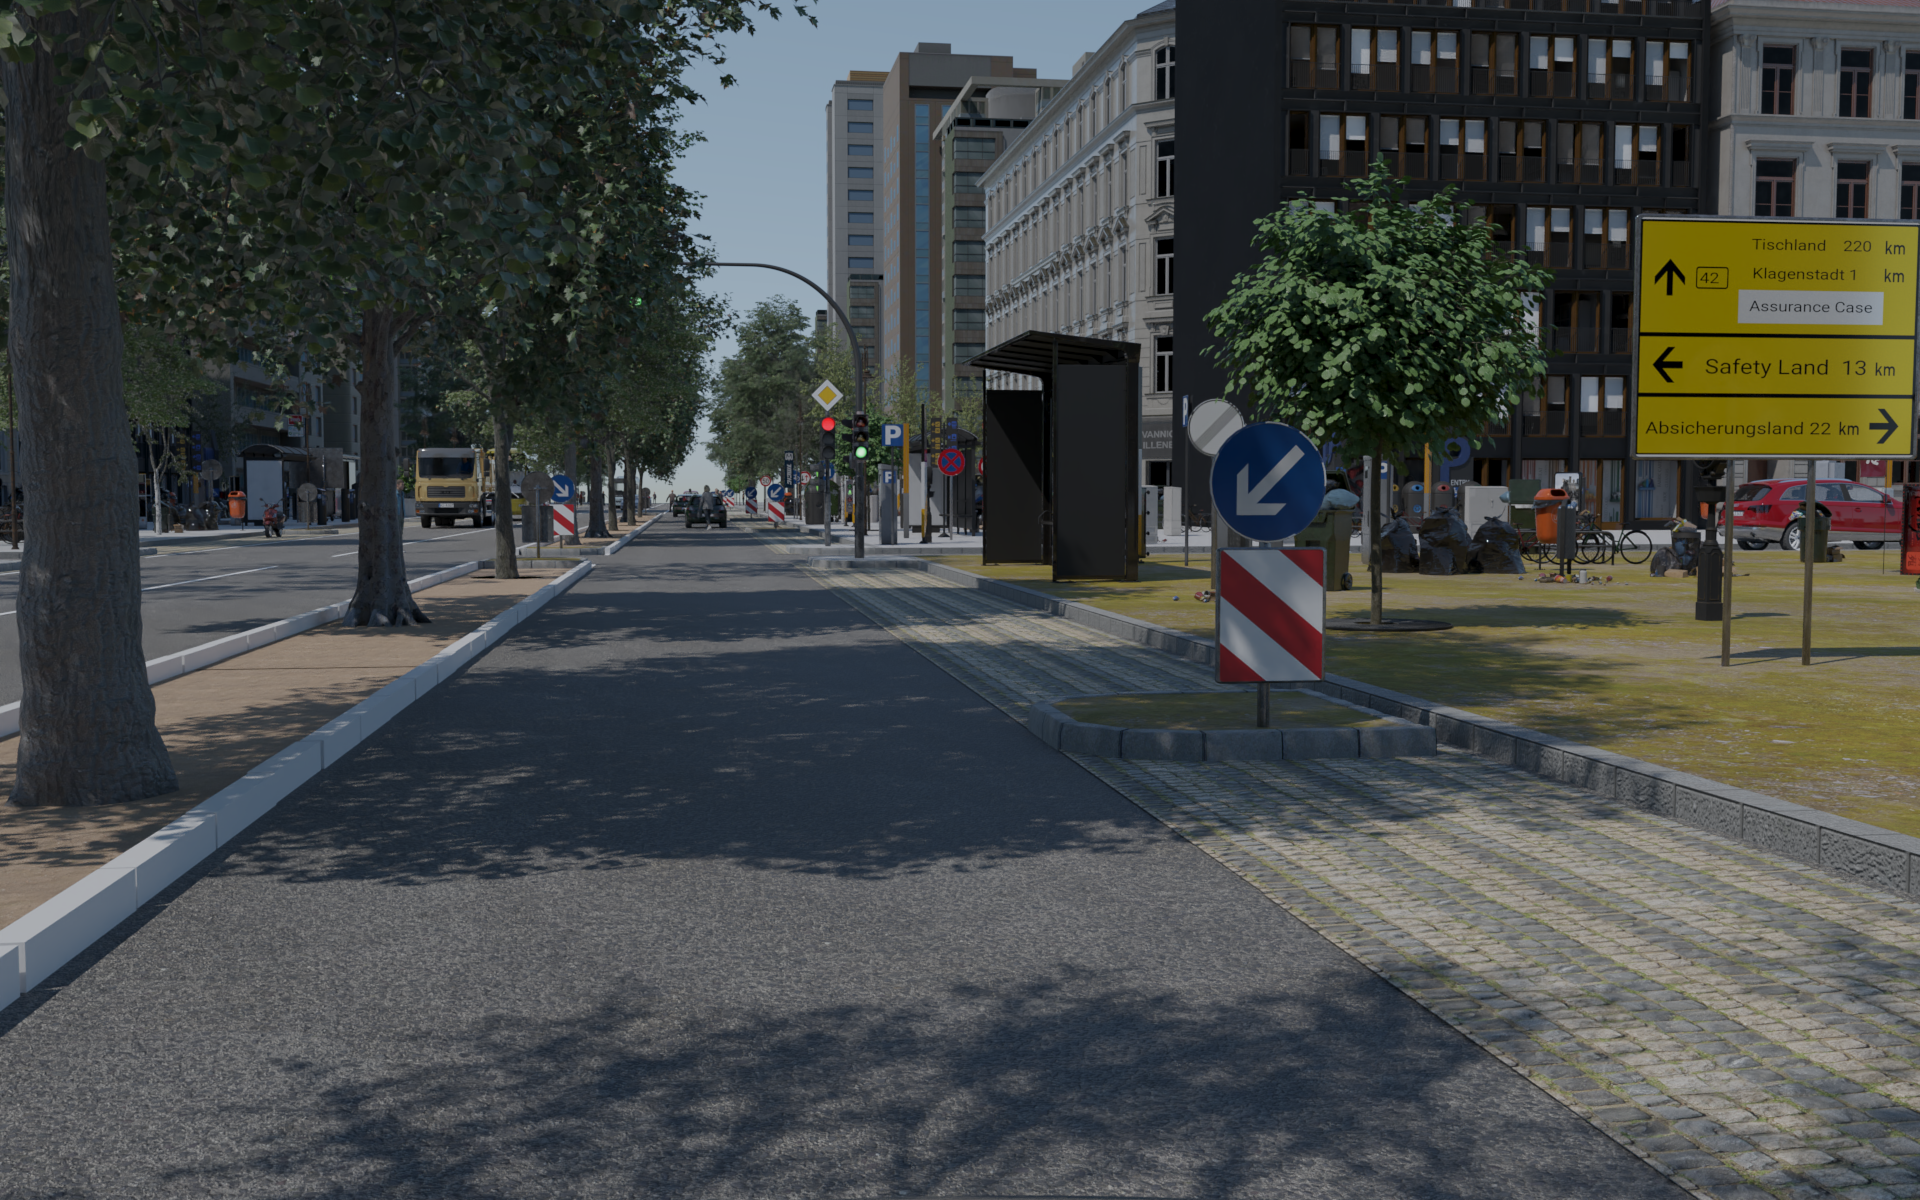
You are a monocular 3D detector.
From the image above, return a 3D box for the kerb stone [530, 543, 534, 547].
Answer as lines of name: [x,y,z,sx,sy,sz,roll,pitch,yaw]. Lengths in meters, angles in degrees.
kerb stone: [-10.790,-1.281,43.132,0.120,0.150,1.000,-1,4,-9]

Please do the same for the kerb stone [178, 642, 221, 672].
kerb stone: [-6.309,0.485,14.271,0.120,0.150,1.000,-1,4,-9]

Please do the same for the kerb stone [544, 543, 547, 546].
kerb stone: [-11.423,-1.528,47.180,0.120,0.150,1.000,-1,4,-9]

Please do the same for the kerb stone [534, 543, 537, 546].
kerb stone: [-10.947,-1.340,44.147,0.120,0.150,1.000,-1,4,-9]

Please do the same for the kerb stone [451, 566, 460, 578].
kerb stone: [-8.670,-0.441,29.459,0.120,0.150,1.000,-1,4,-9]

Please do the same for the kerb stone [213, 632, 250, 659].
kerb stone: [-6.479,0.424,15.285,0.120,0.150,1.000,-1,4,-9]

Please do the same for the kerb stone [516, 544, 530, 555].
kerb stone: [-10.635,-1.217,42.122,0.120,0.150,1.000,-1,4,-9]

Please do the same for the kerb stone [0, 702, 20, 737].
kerb stone: [-5.688,0.733,10.218,0.120,0.150,1.000,-1,4,-9]

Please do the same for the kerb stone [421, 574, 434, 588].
kerb stone: [-8.196,-0.258,26.419,0.120,0.150,1.000,-1,4,-9]

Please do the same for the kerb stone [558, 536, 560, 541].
kerb stone: [-12.210,-1.833,52.246,0.120,0.150,1.000,-1,4,-9]

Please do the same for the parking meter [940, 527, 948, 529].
parking meter: [-0.614,-3.596,64.498,0.399,1.863,0.255,-3,5,-41]

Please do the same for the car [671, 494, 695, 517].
car: [-17.196,-6.074,109.103,2.009,1.686,4.222,0,4,-8]

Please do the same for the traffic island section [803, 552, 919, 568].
traffic island section: [-1.998,-0.757,34.660,2.009,0.180,2.903,-1,4,-9]

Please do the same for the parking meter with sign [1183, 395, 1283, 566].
parking meter with sign: [4.858,-2.111,30.780,1.738,3.016,0.543,0,4,-2]

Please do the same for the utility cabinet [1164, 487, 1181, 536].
utility cabinet: [6.542,-2.726,53.246,0.318,1.500,1.173,0,4,-5]

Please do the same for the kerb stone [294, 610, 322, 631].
kerb stone: [-6.947,0.237,18.323,0.120,0.150,1.000,-1,4,-9]

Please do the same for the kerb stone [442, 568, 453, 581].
kerb stone: [-8.508,-0.381,28.446,0.120,0.150,1.000,-1,4,-9]

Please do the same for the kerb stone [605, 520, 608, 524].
kerb stone: [-17.560,-3.945,86.699,0.120,0.150,1.000,-1,4,-9]

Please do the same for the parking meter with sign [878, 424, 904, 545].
parking meter with sign: [-1.809,-2.925,44.086,0.543,3.016,1.738,-1,4,-9]

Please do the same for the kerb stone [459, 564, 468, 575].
kerb stone: [-8.831,-0.506,30.471,0.120,0.150,1.000,-1,4,-9]

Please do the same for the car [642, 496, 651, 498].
car: [-36.828,-11.695,200.259,2.155,1.783,4.494,0,4,-8]

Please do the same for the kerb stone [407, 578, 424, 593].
kerb stone: [-8.044,-0.191,25.409,0.120,0.150,1.000,-1,4,-9]

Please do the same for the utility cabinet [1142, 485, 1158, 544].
utility cabinet: [4.475,-2.158,43.970,1.173,1.500,0.318,-2,4,-32]

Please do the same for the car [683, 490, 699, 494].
car: [-28.291,-10.607,182.104,2.281,1.827,5.304,-1,4,-9]

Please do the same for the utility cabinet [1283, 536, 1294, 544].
utility cabinet: [8.240,-2.164,44.068,1.173,1.500,0.318,-3,5,-44]

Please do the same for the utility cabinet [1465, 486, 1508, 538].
utility cabinet: [15.163,-2.520,49.889,1.173,1.500,0.318,-1,4,-8]

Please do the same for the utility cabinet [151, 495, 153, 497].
utility cabinet: [-39.376,-4.489,84.555,0.306,1.237,1.020,-3,4,-39]

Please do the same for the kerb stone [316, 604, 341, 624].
kerb stone: [-7.105,0.175,19.333,0.120,0.150,1.000,-1,4,-9]

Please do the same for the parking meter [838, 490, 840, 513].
parking meter: [-7.451,-5.917,105.158,0.372,1.533,0.369,0,3,0]

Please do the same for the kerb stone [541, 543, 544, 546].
kerb stone: [-11.267,-1.466,46.168,0.120,0.150,1.000,-1,4,-9]

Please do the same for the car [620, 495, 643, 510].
car: [-29.211,-8.681,154.290,2.083,1.381,4.827,0,4,-7]

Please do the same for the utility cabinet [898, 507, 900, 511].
utility cabinet: [-4.387,-6.217,110.326,1.173,1.500,0.318,1,4,13]

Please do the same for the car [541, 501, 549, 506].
car: [-29.711,-6.841,120.895,2.155,1.783,4.494,-1,4,-8]

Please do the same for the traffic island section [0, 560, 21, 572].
traffic island section: [-18.642,-0.600,32.092,2.009,0.180,2.903,-1,4,-9]

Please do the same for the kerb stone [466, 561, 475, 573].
kerb stone: [-8.987,-0.568,31.486,0.120,0.150,1.000,-1,4,-9]

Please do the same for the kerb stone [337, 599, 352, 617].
kerb stone: [-7.252,0.115,20.345,0.120,0.150,1.000,-1,4,-9]

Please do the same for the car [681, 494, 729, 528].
car: [-10.885,-3.931,74.063,2.009,1.686,4.222,-1,4,-10]

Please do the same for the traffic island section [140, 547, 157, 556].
traffic island section: [-19.866,-1.083,39.983,2.009,0.180,2.903,-1,4,-9]

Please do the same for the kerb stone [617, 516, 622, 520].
kerb stone: [-19.758,-4.812,100.889,0.120,0.150,1.000,-1,4,-9]

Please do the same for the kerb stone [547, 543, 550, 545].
kerb stone: [-11.583,-1.588,48.189,0.120,0.150,1.000,-1,4,-9]

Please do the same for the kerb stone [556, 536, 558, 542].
kerb stone: [-12.053,-1.776,51.233,0.120,0.150,1.000,-1,4,-9]

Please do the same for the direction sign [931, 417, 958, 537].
direction sign: [-0.472,-3.632,51.381,0.876,3.537,0.379,2,4,25]

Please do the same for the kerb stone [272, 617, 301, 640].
kerb stone: [-6.787,0.302,17.314,0.120,0.150,1.000,-1,4,-9]

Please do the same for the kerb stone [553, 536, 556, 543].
kerb stone: [-11.890,-1.709,50.213,0.120,0.150,1.000,-1,4,-9]

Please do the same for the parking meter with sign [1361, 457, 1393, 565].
parking meter with sign: [7.624,-2.154,31.480,0.543,3.016,1.738,0,4,2]

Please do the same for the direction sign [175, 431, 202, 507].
direction sign: [-27.713,-4.300,62.301,0.876,3.537,0.379,0,4,-7]

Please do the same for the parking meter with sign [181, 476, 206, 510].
parking meter with sign: [-32.629,-4.750,73.926,0.543,3.016,1.738,1,4,22]

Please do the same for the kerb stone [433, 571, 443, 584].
kerb stone: [-8.360,-0.320,27.434,0.120,0.150,1.000,-1,4,-9]

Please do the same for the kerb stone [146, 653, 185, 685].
kerb stone: [-6.160,0.547,13.252,0.120,0.150,1.000,-1,4,-9]

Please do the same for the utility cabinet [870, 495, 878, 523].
utility cabinet: [-3.964,-4.100,78.199,0.306,1.237,1.020,-1,4,-18]

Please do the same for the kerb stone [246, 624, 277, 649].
kerb stone: [-6.633,0.363,16.303,0.120,0.150,1.000,-1,4,-9]

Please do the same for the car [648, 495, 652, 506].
car: [-38.713,-12.256,212.386,2.014,1.417,4.499,-1,4,-10]

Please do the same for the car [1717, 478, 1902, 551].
car: [21.246,-2.051,42.208,5.304,1.827,2.281,-1,4,-9]

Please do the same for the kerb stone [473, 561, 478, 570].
kerb stone: [-9.150,-0.630,32.503,0.120,0.150,1.000,-1,4,-9]

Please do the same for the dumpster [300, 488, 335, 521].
dumpster: [-29.863,-4.570,80.476,1.264,1.857,1.865,-1,4,-9]

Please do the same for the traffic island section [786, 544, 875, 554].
traffic island section: [-3.223,-1.240,42.551,2.009,0.180,2.903,-1,4,-9]

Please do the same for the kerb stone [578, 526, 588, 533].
kerb stone: [-14.257,-2.644,65.430,0.120,0.150,1.000,-1,4,-9]
